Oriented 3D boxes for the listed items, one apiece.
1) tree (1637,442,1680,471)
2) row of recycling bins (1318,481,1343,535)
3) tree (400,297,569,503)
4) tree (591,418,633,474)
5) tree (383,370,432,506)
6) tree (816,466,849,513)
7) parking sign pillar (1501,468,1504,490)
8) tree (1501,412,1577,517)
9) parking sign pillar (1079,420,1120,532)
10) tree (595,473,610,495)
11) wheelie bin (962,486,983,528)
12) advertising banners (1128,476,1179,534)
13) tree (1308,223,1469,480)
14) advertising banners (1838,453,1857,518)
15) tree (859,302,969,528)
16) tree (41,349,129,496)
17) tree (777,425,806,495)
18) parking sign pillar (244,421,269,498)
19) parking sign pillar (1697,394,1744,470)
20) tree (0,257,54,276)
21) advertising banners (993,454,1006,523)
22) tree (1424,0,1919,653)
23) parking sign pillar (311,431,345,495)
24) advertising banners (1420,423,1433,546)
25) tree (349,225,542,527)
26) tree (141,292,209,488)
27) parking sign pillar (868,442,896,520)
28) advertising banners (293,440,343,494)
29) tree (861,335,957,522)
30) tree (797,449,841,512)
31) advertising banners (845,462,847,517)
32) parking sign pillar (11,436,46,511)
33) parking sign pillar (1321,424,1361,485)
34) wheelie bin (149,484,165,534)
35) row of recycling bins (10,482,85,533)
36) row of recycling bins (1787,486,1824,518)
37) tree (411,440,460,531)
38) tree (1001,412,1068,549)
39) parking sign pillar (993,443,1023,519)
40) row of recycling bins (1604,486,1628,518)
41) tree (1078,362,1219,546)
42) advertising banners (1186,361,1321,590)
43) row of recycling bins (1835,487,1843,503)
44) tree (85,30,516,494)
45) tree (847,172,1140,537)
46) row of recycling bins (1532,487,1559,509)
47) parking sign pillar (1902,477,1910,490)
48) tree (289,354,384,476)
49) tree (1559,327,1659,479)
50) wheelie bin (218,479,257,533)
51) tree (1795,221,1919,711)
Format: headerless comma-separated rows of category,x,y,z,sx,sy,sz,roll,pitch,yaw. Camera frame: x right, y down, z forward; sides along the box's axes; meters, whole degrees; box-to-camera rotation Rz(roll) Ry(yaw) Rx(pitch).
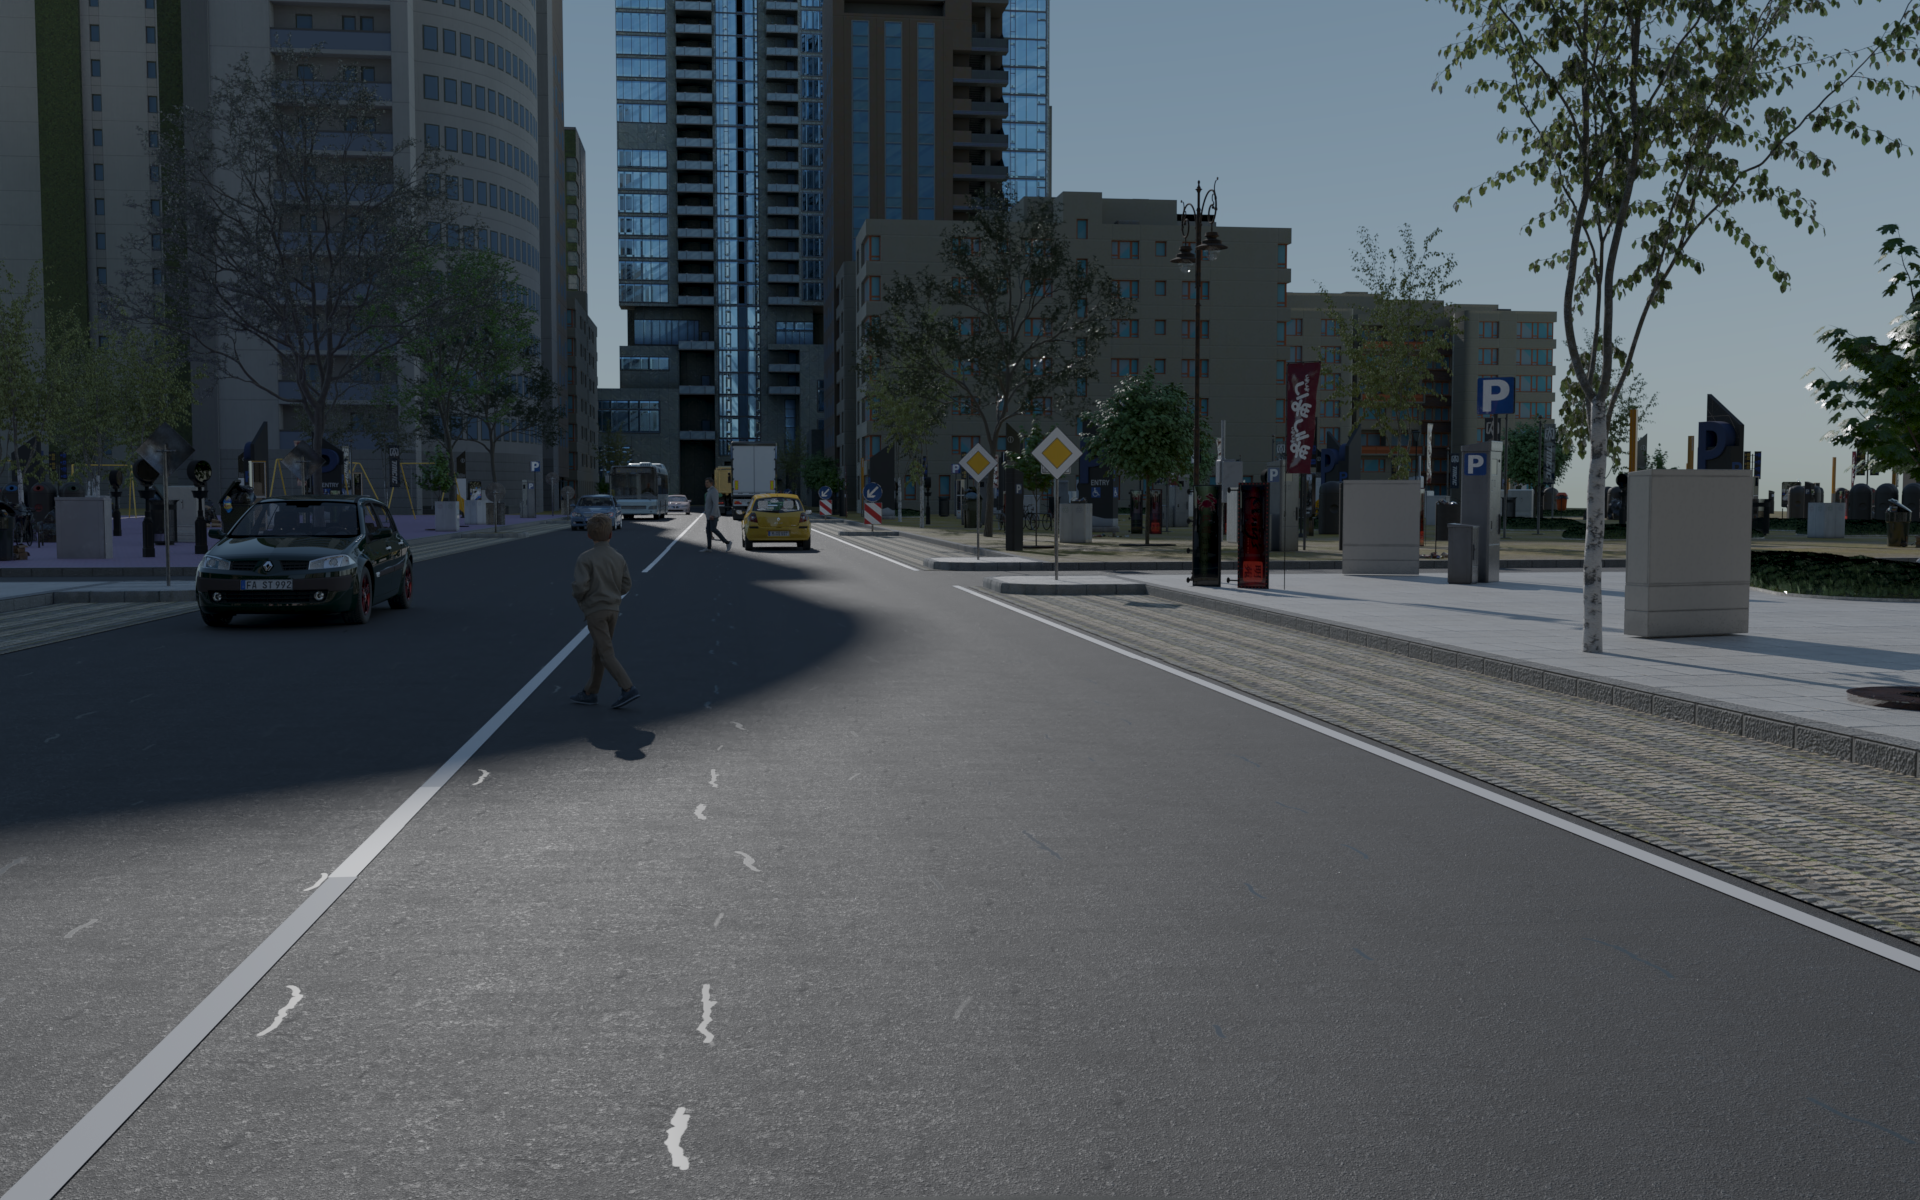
tree,26.163,-4.296,64.843,1.663,3.219,1.824,0,3,0
row of recycling bins,12.451,-3.015,56.404,1.069,1.692,3.534,2,4,24
tree,-20.580,-8.634,75.573,7.601,10.594,8.767,0,4,-4
tree,-32.832,-13.084,164.287,4.737,8.622,4.395,0,3,0
tree,-32.309,-9.027,97.953,4.360,8.622,3.978,0,3,0
tree,-8.537,-7.472,116.774,1.663,3.219,1.824,0,3,0
parking sign pillar,30.223,-6.723,98.386,1.447,3.967,1.447,2,4,35
tree,23.152,-5.268,69.840,4.285,4.588,4.351,0,3,0
parking sign pillar,4.683,-4.288,58.577,1.447,3.967,1.447,2,4,31
tree,-32.004,-9.838,155.452,1.663,3.219,1.824,0,3,0
wheelie bin,0.462,-3.505,65.216,0.693,1.594,0.980,-1,4,-19
advertising banners,6.227,-3.613,55.258,2.074,3.025,0.090,3,5,43
tree,11.602,-5.870,46.339,4.737,8.622,4.395,0,3,0
advertising banners,36.418,-4.582,71.101,0.090,3.025,2.074,1,4,11
tree,-1.677,-7.026,65.246,4.737,8.622,4.395,0,3,0
tree,-43.548,-8.339,86.705,4.360,8.622,3.978,0,3,0
tree,-17.777,-14.340,184.828,4.737,8.622,4.395,0,3,0
parking sign pillar,-25.848,-4.597,63.627,1.447,3.967,1.447,0,4,-1
parking sign pillar,20.175,-3.518,45.987,1.447,3.967,1.447,-1,4,-16
tree,-28.840,-6.306,53.471,4.737,8.622,4.395,0,3,0
advertising banners,2.039,-4.937,76.913,0.090,3.025,2.074,3,5,42
tree,5.373,-3.882,13.841,4.360,8.622,3.978,0,3,0
parking sign pillar,-27.024,-5.232,74.014,1.447,3.967,1.447,0,4,-3
advertising banners,11.302,-2.828,42.426,0.090,3.025,2.074,2,4,29
tree,-19.911,-8.651,67.194,9.928,11.665,9.643,0,3,0
tree,-29.179,-6.840,62.192,4.737,8.622,4.395,0,3,0
parking sign pillar,-3.990,-6.079,87.856,1.447,3.967,1.447,-1,4,-21
advertising banners,-21.189,-3.732,57.209,0.090,3.025,2.074,2,4,25
tree,-2.559,-7.903,79.570,4.360,8.622,3.978,0,3,0
tree,-10.247,-8.721,126.303,4.285,4.588,4.351,0,3,0
advertising banners,-6.233,-6.030,94.774,0.090,3.025,2.074,0,4,-2
parking sign pillar,-41.450,-5.420,77.083,1.447,3.967,1.447,0,4,2
parking sign pillar,14.815,-4.734,65.880,1.447,3.967,1.447,2,4,33
wheelie bin,-25.923,-2.941,55.987,0.693,1.594,0.980,0,4,-1
row of recycling bins,-31.206,-3.113,58.012,3.534,1.692,1.069,-1,4,-13
row of recycling bins,41.264,-4.727,84.395,1.069,1.692,3.534,3,5,42
tree,-18.342,-4.080,61.306,1.663,3.219,1.824,0,3,0
tree,1.766,-2.848,41.168,1.663,3.219,1.824,0,3,0
parking sign pillar,2.543,-6.118,88.508,1.447,3.967,1.447,-1,4,-17
row of recycling bins,34.449,-5.153,91.366,1.069,1.692,3.534,-1,4,-13
tree,4.724,-3.626,43.005,4.285,4.588,4.351,0,3,0
advertising banners,3.960,-1.668,23.457,2.074,3.025,0.090,3,5,42
row of recycling bins,56.025,-6.143,107.553,3.534,1.692,1.069,0,4,1
tree,-17.175,-8.297,46.020,12.009,13.543,11.850,0,3,0
tree,0.843,-7.142,51.183,8.767,10.594,7.601,0,4,-4
row of recycling bins,35.531,-6.015,105.454,1.069,1.692,3.534,0,4,2
parking sign pillar,52.810,-6.575,95.974,1.447,3.967,1.447,0,4,-2
tree,-33.215,-8.568,90.449,4.360,8.622,3.978,0,3,0
tree,28.212,-7.682,75.962,4.737,8.622,4.395,0,3,0
wheelie bin,-15.618,-1.808,37.476,0.693,1.594,0.980,-1,4,-12
tree,6.024,-0.982,10.654,1.663,3.219,1.824,0,3,0
